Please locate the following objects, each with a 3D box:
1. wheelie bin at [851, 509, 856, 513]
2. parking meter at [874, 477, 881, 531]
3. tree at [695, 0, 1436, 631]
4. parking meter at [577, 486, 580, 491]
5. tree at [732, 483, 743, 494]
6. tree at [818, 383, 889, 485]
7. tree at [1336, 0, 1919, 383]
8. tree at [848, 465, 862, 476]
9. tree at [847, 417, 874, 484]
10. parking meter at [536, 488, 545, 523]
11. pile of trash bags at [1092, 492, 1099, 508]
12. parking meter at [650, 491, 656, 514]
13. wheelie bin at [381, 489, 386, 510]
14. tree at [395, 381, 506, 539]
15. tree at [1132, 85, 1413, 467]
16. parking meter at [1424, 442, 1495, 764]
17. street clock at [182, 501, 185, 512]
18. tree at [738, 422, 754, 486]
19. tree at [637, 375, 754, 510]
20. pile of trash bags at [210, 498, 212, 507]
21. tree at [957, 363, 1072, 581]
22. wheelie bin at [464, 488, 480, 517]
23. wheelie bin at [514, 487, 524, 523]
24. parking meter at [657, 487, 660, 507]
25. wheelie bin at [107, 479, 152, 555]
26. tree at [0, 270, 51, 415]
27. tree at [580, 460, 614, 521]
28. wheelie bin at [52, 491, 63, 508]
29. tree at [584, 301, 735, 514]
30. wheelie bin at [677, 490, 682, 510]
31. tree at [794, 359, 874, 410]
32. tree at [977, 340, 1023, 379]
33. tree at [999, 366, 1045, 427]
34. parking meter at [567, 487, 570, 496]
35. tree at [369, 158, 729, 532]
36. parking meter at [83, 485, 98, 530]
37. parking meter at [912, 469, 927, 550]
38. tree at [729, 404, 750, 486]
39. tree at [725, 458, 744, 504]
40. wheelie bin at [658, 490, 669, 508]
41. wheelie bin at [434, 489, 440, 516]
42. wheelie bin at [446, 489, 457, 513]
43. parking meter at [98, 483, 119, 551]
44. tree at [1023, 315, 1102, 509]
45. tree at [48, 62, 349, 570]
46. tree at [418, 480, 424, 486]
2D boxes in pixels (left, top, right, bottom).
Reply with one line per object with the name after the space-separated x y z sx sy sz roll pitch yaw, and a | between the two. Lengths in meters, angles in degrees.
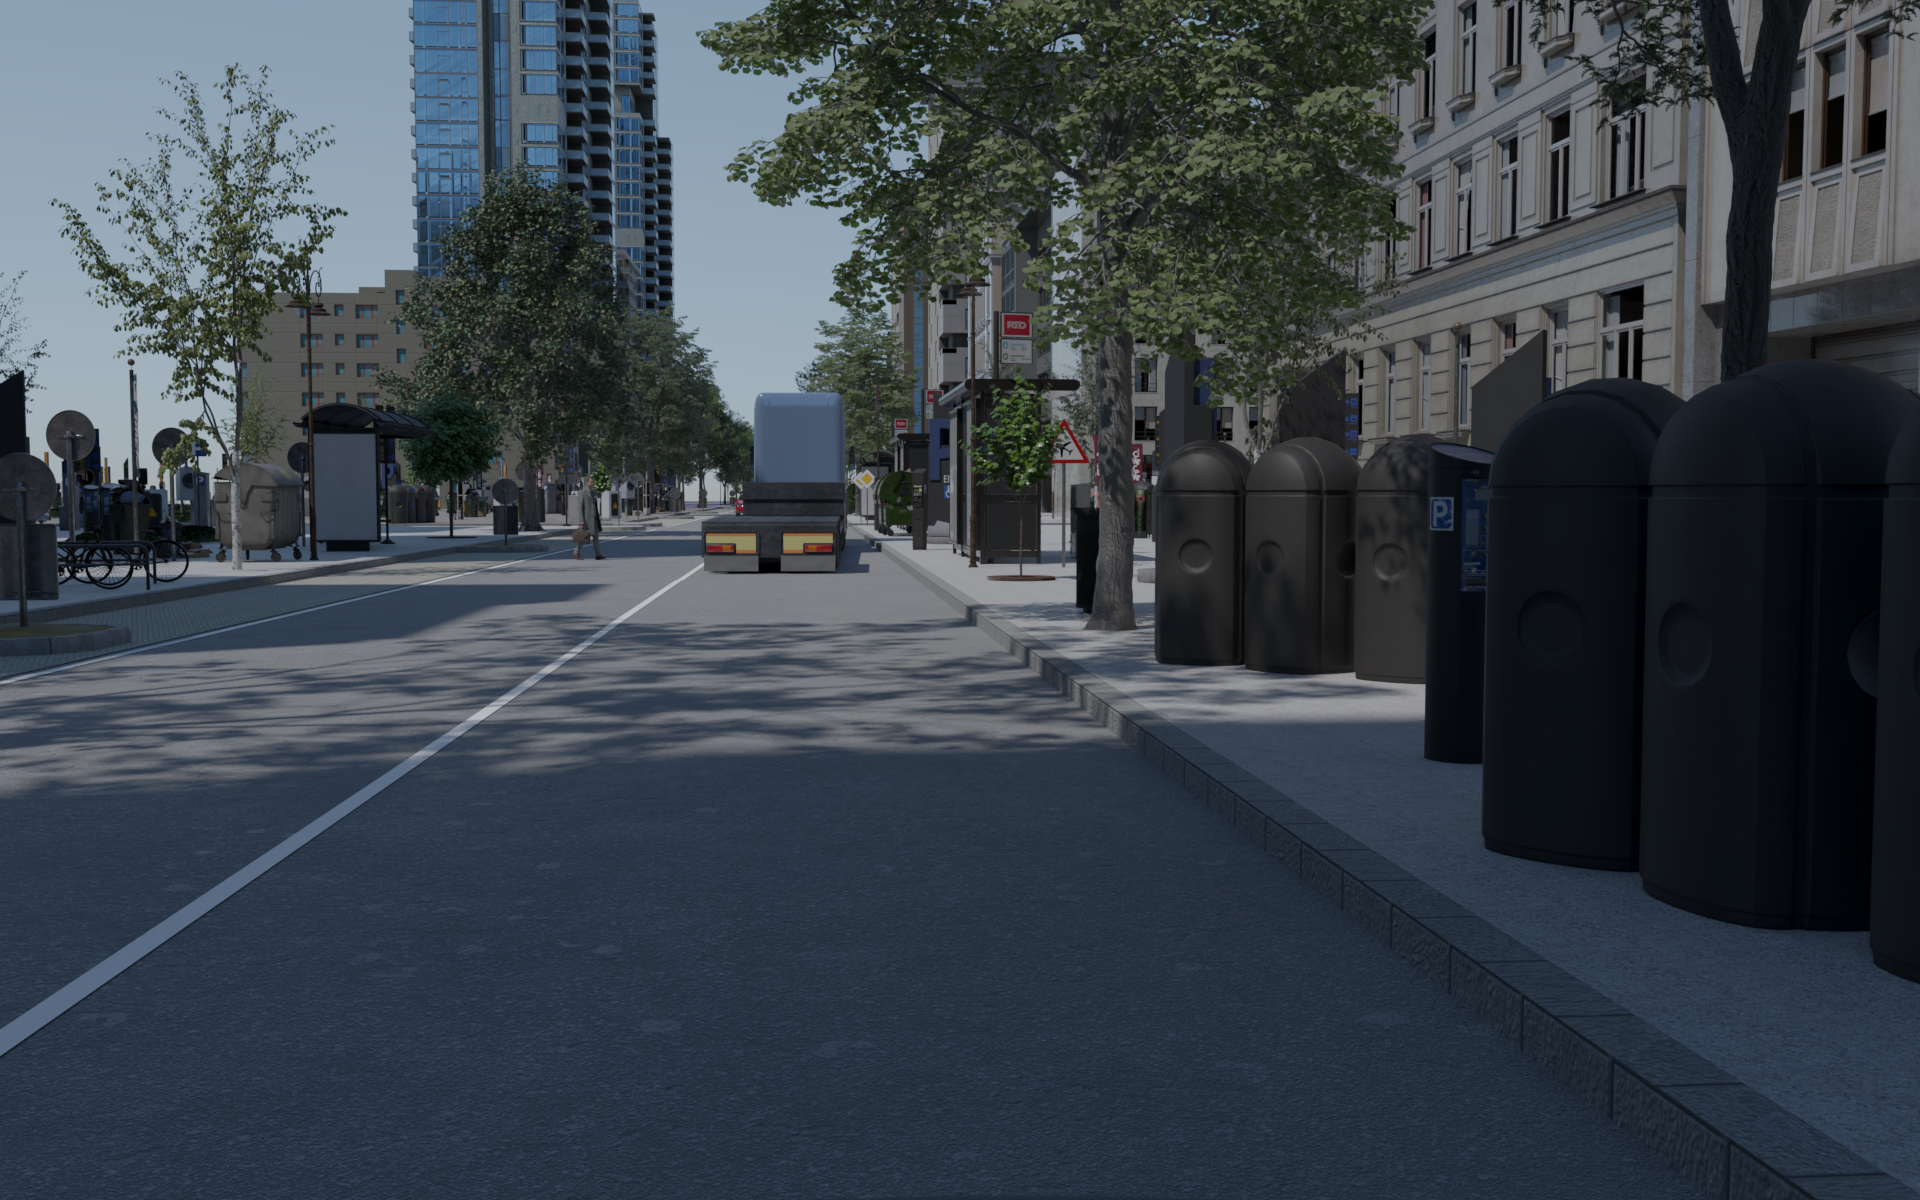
-7.243 -6.577 115.439 0.980 1.594 0.693 -1 4 -18 | wheelie bin
-2.804 -3.371 60.820 0.399 1.863 0.255 -1 4 -14 | parking meter
1.358 -6.015 16.466 7.486 12.596 7.792 0 3 0 | tree
-28.930 -7.708 131.743 0.399 1.863 0.255 -3 5 -45 | parking meter
-33.351 -16.165 258.899 1.663 3.219 1.824 0 3 0 | tree
-11.102 -15.964 171.382 12.009 13.543 11.850 0 3 0 | tree
2.918 -4.421 6.704 7.601 10.594 8.767 -3 5 -40 | tree
-18.095 -19.727 248.297 9.928 11.665 9.643 0 3 0 | tree
-7.544 -11.115 132.086 4.737 8.622 4.395 0 3 0 | tree
-18.836 -4.247 77.849 0.372 1.533 0.369 0 3 0 | parking meter
8.192 -4.776 87.836 3.447 1.369 1.912 2 4 35 | pile of trash bags
-19.714 -6.212 109.970 0.372 1.533 0.369 0 3 0 | parking meter
-33.912 -5.713 101.323 0.980 1.594 0.693 -3 4 -37 | wheelie bin
-14.933 -4.080 50.420 4.285 4.588 4.351 0 3 0 | tree
5.254 -4.816 29.107 4.360 8.622 3.978 0 3 0 | tree
2.443 0.003 8.357 0.372 1.533 0.369 0 3 0 | parking meter
-43.282 -5.616 96.392 0.358 2.002 0.471 -1 4 -16 | street clock
-37.572 -24.571 308.396 9.857 13.997 8.962 0 3 0 | tree
-23.221 -13.324 143.606 9.928 11.665 9.643 0 3 0 | tree
-37.941 -4.882 89.565 1.912 1.369 3.447 1 4 22 | pile of trash bags
0.779 -1.910 25.825 1.663 3.219 1.824 0 3 0 | tree
-26.815 -5.339 95.203 0.693 1.594 0.980 2 4 29 | wheelie bin
-19.657 -4.298 78.179 0.980 1.594 0.693 -2 4 -27 | wheelie bin
-25.722 -8.709 148.096 0.255 1.863 0.399 0 4 1 | parking meter
-17.699 -1.774 36.918 0.980 1.594 0.693 2 4 30 | wheelie bin
-30.037 -6.262 52.754 4.360 8.622 3.978 0 3 0 | tree
-17.352 -5.472 84.061 1.663 3.219 1.824 0 3 0 | tree
-62.635 -6.869 120.216 0.693 1.594 0.980 -1 4 -13 | wheelie bin
-20.406 -12.638 113.284 9.857 13.997 8.962 0 3 0 | tree
-21.903 -7.789 135.264 0.693 1.594 0.980 0 4 3 | wheelie bin
-14.065 -22.166 218.307 12.611 20.169 13.585 0 3 0 | tree
1.816 -7.905 79.616 4.360 8.622 3.978 0 3 0 | tree
2.808 -9.184 100.518 4.737 8.622 4.395 0 3 0 | tree
-32.314 -8.369 142.544 0.399 1.863 0.255 3 5 45 | parking meter
-14.900 -8.710 59.414 9.611 12.733 9.660 0 3 0 | tree
-23.250 -2.323 46.391 0.372 1.533 0.369 0 3 0 | parking meter
-0.926 -2.079 39.711 0.255 1.863 0.399 1 4 15 | parking meter
-24.987 -15.236 166.115 9.611 12.733 9.660 0 3 0 | tree
-30.374 -16.940 227.325 4.360 8.622 3.978 0 3 0 | tree
-24.778 -8.373 144.808 0.980 1.594 0.693 -1 4 -11 | wheelie bin
-30.557 -5.634 100.031 0.693 1.594 0.980 3 5 40 | wheelie bin
-33.804 -6.569 115.304 0.693 1.594 0.980 0 4 1 | wheelie bin
-19.265 -1.890 39.316 0.372 1.533 0.369 0 3 0 | parking meter
5.199 -7.235 68.647 4.360 8.622 3.978 0 3 0 | tree
-12.509 -4.819 29.149 4.737 8.622 4.395 0 3 0 | tree
-37.712 -10.455 121.301 4.737 8.622 4.395 0 3 0 | tree
